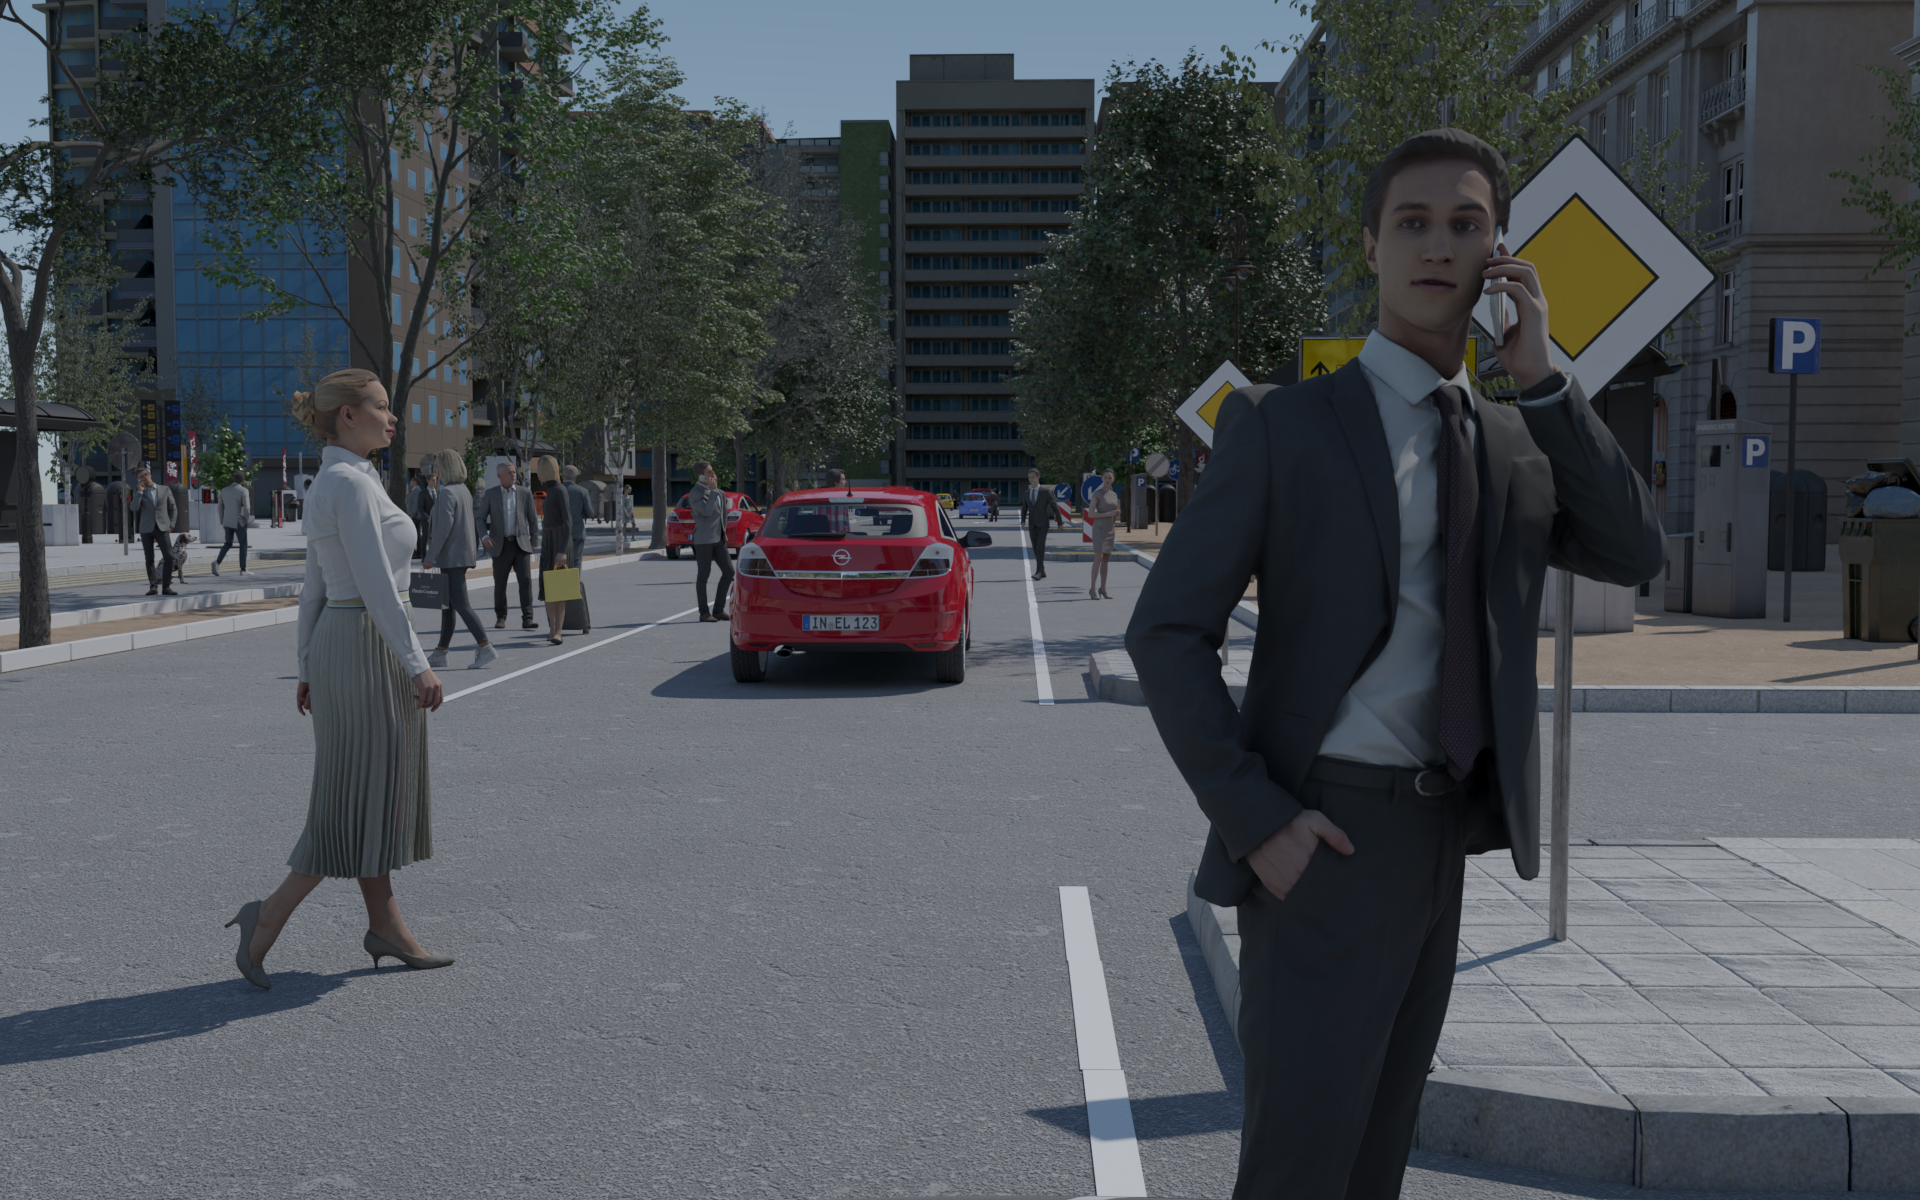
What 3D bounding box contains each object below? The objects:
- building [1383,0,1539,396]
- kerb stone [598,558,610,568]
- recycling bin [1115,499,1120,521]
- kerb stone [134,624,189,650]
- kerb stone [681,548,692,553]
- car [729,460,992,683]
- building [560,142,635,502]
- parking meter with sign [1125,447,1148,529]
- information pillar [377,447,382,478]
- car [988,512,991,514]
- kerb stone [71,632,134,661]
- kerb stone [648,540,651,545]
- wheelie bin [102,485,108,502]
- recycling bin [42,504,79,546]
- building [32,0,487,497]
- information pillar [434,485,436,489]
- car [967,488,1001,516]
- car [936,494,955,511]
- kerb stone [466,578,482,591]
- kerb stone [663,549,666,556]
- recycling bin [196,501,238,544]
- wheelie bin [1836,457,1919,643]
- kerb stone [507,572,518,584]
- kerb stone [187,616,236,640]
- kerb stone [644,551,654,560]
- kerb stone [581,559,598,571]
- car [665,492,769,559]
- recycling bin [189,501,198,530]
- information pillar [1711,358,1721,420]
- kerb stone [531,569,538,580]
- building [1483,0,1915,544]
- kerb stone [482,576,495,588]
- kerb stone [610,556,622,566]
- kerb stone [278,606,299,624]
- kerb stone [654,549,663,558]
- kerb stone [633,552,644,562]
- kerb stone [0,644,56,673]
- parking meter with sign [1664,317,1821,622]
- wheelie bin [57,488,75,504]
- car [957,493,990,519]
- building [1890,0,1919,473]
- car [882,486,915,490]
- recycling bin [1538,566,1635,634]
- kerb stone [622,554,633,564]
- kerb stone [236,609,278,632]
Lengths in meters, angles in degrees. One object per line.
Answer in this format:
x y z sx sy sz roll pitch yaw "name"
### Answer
26.063 -15.178 77.038 11.050 23.489 19.941 0 4 2 "building"
-7.060 -0.711 33.823 0.120 0.150 1.000 0 4 2 "kerb stone"
7.375 -4.341 83.532 0.722 1.027 0.722 -2 4 -27 "recycling bin"
-7.630 0.358 16.404 0.120 0.150 1.000 0 4 2 "kerb stone"
-6.754 -1.269 43.038 0.120 0.150 1.000 0 4 2 "kerb stone"
-0.807 -0.342 14.635 2.155 1.783 4.494 0 4 1 "car"
-35.014 -22.815 144.718 14.107 30.474 14.160 0 4 2 "building"
6.553 -4.126 63.713 0.543 3.016 1.738 -1 4 -9 "parking meter with sign"
-22.174 -4.572 66.115 0.183 3.616 0.504 0 4 0 "information pillar"
1.470 -7.155 128.786 2.131 1.459 4.920 0 4 1 "car"
-7.673 0.419 15.379 0.120 0.150 1.000 0 4 2 "kerb stone"
-8.698 -1.591 48.209 0.120 0.150 1.000 0 4 2 "kerb stone"
-30.946 -3.359 62.833 0.980 1.594 0.693 0 4 7 "wheelie bin"
-22.321 -1.851 42.816 0.722 1.027 0.722 2 4 30 "recycling bin"
-56.897 -29.766 141.304 28.867 44.769 22.147 0 4 2 "building"
-25.042 -4.757 82.276 0.304 2.012 0.304 -2 4 -26 "information pillar"
1.561 -6.580 116.261 2.281 1.827 5.304 0 4 3 "car"
-1.433 -8.427 148.000 2.015 1.641 3.980 0 4 1 "car"
-7.329 -0.210 25.625 0.120 0.150 1.000 0 4 2 "kerb stone"
-6.862 -1.087 39.972 0.120 0.150 1.000 0 4 2 "kerb stone"
-19.276 -1.989 45.070 0.722 1.027 0.722 3 4 38 "recycling bin"
8.105 -0.441 15.126 0.693 1.594 0.980 0 4 -2 "wheelie bin"
-7.265 -0.335 27.672 0.120 0.150 1.000 0 4 2 "kerb stone"
-7.602 0.293 17.437 0.120 0.150 1.000 0 4 2 "kerb stone"
-6.928 -0.959 37.921 0.120 0.150 1.000 0 4 2 "kerb stone"
-7.093 -0.646 32.798 0.120 0.150 1.000 0 4 2 "kerb stone"
-5.463 -1.860 39.448 2.155 1.783 4.494 0 4 3 "car"
-27.485 -3.034 62.156 0.722 1.027 0.722 0 4 -7 "recycling bin"
13.122 -2.372 30.139 0.183 3.616 0.504 2 4 31 "information pillar"
-7.238 -0.396 28.694 0.120 0.150 1.000 0 4 2 "kerb stone"
26.247 -13.033 54.894 13.314 21.916 24.055 0 4 2 "building"
-7.302 -0.268 26.647 0.120 0.150 1.000 0 4 2 "kerb stone"
-7.033 -0.773 34.845 0.120 0.150 1.000 0 4 2 "kerb stone"
-7.532 0.167 19.481 0.120 0.150 1.000 0 4 2 "kerb stone"
-6.888 -1.020 38.951 0.120 0.150 1.000 0 4 2 "kerb stone"
-6.963 -0.890 36.900 0.120 0.150 1.000 0 4 2 "kerb stone"
-7.704 0.482 14.347 0.120 0.150 1.000 0 4 2 "kerb stone"
8.050 -1.332 18.032 0.543 3.016 1.738 -1 4 -16 "parking meter with sign"
-31.264 -3.231 60.734 0.693 1.594 0.980 -2 4 -28 "wheelie bin"
0.791 -5.563 100.549 1.945 1.707 3.694 0 4 1 "car"
32.858 -14.349 31.872 25.104 27.353 12.463 0 4 2 "building"
-2.868 -4.415 80.862 2.281 1.827 5.304 0 4 4 "car"
5.838 -0.229 16.303 0.722 1.027 0.722 -1 4 -17 "recycling bin"
-6.993 -0.837 35.875 0.120 0.150 1.000 0 4 2 "kerb stone"
-7.567 0.230 18.459 0.120 0.150 1.000 0 4 2 "kerb stone"
